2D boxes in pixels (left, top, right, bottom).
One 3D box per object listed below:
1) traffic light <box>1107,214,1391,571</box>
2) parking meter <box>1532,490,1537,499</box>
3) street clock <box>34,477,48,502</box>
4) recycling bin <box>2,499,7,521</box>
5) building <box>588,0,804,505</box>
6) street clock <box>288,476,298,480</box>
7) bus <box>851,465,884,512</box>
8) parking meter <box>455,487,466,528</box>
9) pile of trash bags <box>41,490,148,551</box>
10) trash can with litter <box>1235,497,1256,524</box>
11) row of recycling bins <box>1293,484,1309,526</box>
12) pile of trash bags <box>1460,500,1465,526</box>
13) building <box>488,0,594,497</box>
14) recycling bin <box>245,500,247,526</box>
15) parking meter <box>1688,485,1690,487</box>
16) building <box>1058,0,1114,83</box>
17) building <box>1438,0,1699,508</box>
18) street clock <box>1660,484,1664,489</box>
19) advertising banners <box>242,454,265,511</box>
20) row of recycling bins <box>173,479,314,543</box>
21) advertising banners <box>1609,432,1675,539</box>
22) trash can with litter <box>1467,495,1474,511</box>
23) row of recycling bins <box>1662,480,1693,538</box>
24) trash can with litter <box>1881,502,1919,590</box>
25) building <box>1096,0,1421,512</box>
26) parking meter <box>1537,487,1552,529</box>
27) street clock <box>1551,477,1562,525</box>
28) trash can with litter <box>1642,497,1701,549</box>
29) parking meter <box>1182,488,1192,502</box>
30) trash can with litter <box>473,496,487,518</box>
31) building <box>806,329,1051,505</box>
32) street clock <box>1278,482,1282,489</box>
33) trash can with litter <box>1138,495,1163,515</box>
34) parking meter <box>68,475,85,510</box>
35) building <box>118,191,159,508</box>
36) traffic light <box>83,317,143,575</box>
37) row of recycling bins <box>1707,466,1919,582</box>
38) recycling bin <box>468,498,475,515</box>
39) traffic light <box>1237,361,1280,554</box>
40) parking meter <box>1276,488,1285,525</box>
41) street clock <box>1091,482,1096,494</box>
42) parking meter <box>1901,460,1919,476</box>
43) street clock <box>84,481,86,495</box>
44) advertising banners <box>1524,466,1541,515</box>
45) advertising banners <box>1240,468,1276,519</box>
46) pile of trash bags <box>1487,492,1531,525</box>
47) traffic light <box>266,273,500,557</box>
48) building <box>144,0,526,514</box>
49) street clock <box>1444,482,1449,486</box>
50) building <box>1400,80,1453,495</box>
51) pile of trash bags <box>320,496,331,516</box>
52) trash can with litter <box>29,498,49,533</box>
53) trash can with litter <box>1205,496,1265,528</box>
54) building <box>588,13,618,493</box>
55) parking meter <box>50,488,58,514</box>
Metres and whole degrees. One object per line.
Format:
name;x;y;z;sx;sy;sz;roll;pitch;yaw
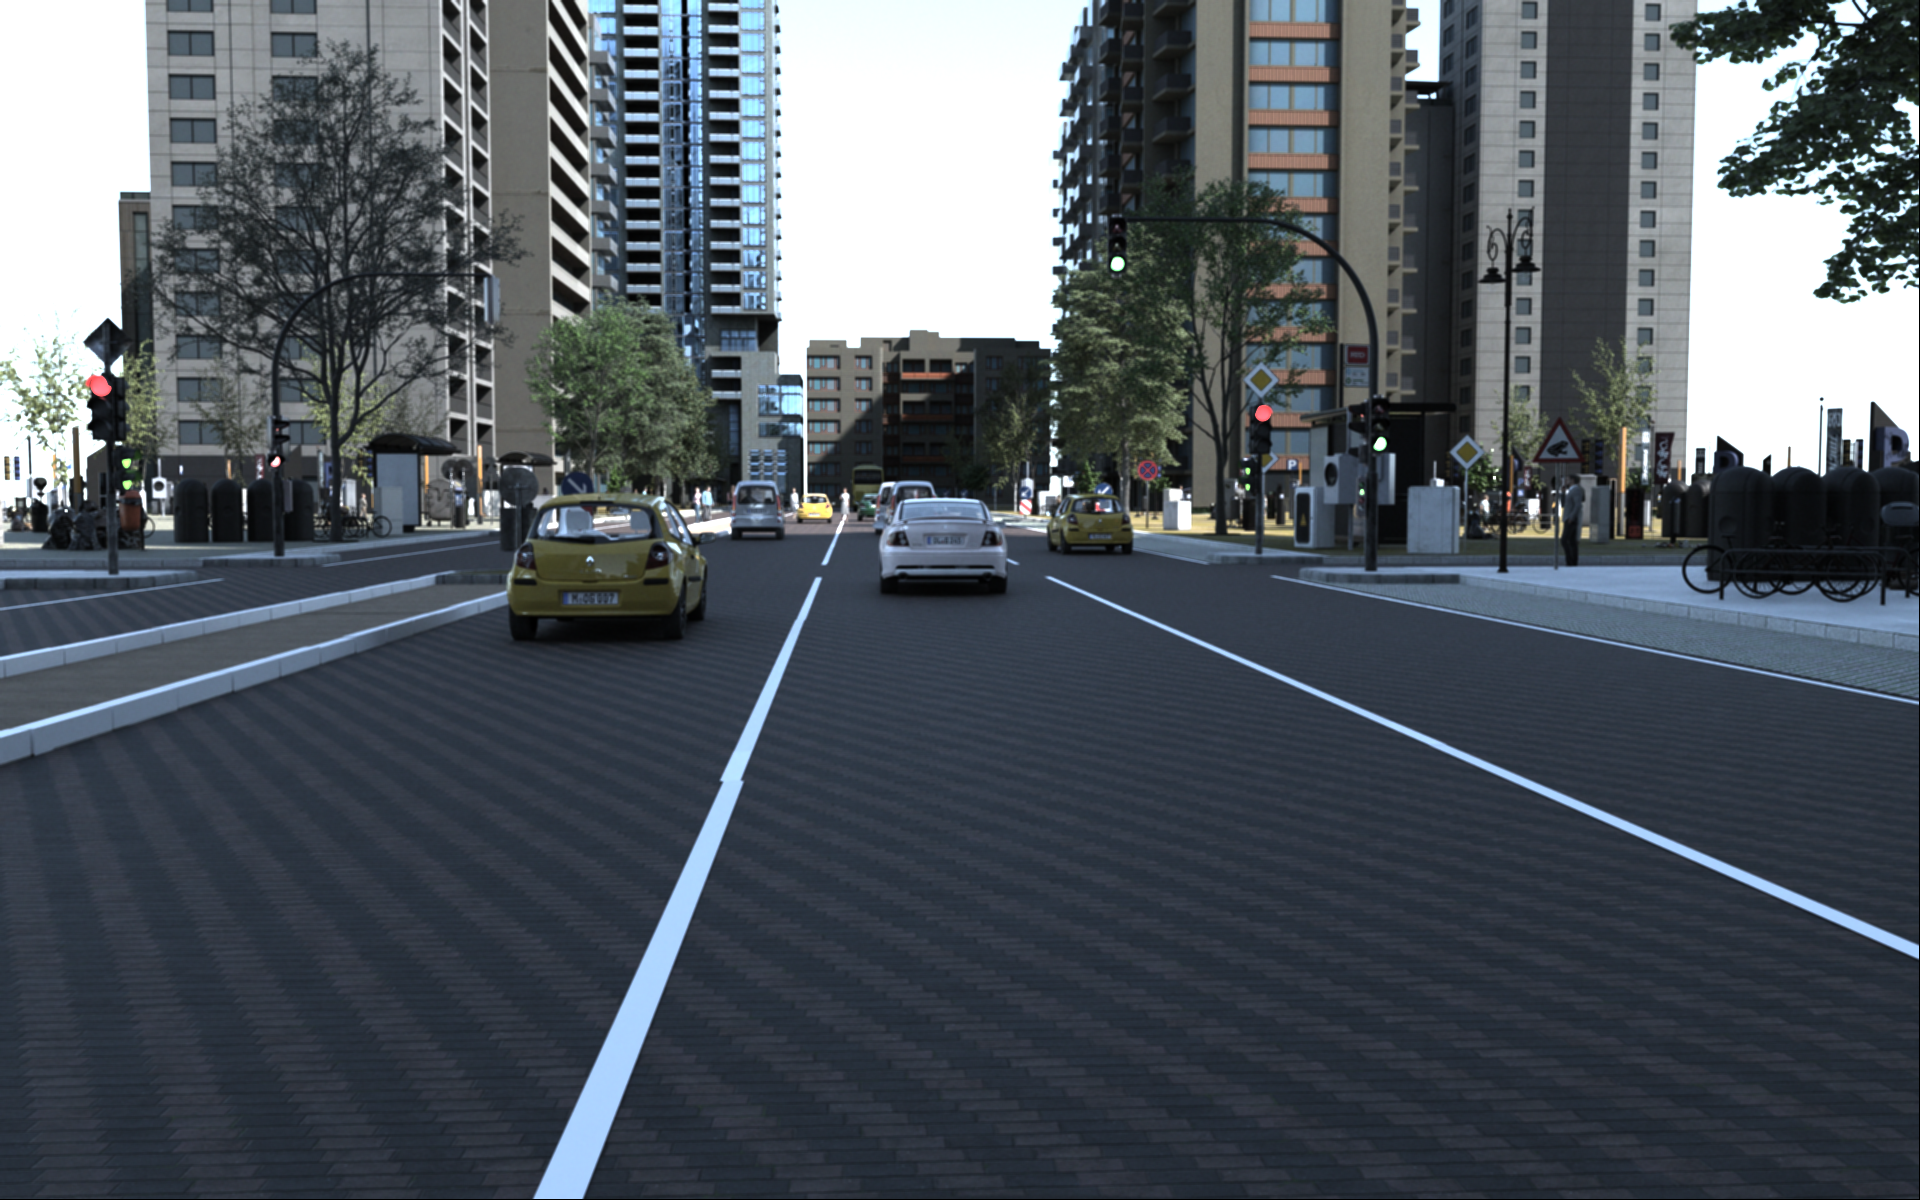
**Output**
traffic light;4.743;-3.294;28.517;4.771;5.953;1.251;0;4;-3
parking meter;34.175;-5.780;102.921;0.372;1.533;0.369;0;3;0
street clock;-38.630;-4.174;72.819;0.358;2.002;0.471;2;4;34
recycling bin;-45.199;-4.198;81.187;0.722;1.027;0.722;0;4;-1
building;-34.915;-54.983;211.637;31.000;86.520;22.319;0;4;-3
street clock;-27.402;-4.077;71.233;0.471;2.002;0.358;3;4;38
bus;-7.682;-9.334;144.160;2.896;3.916;12.252;0;4;-3
parking meter;-18.772;-3.463;65.035;0.372;1.533;0.369;0;3;0
pile of trash bags;-19.736;-1.851;40.022;3.447;1.369;1.912;3;5;42
trash can with litter;12.286;-3.820;73.840;1.055;1.170;0.624;-2;4;-35
row of recycling bins;13.969;-3.702;67.640;1.069;1.692;3.534;-1;4;-9
pile of trash bags;19.090;-3.606;68.708;1.912;1.369;3.447;1;4;12
building;-42.337;-31.624;140.746;21.300;48.544;21.600;0;4;-3
recycling bin;-28.895;-3.572;70.963;0.722;1.027;0.722;-1;4;-21
parking meter;47.077;-6.492;111.858;0.399;1.863;0.255;-3;4;-38
building;21.239;-33.308;164.186;23.786;49.044;30.456;0;4;-3
building;57.676;-44.800;170.732;20.611;71.187;20.563;0;4;-3
street clock;42.513;-6.125;104.712;0.358;2.002;0.471;3;4;38
advertising banners;-31.363;-4.885;76.056;2.074;3.025;0.090;1;4;17
row of recycling bins;-19.283;-2.424;46.743;3.534;1.692;1.069;-2;4;-35
advertising banners;19.181;-3.246;49.264;2.074;3.025;0.090;1;4;17
trash can with litter;28.653;-5.240;96.731;1.678;1.210;2.233;-2;4;-23
row of recycling bins;22.085;-2.650;50.434;1.069;1.692;3.534;-2;4;-35
trash can with litter;12.840;-0.739;23.471;0.624;1.170;1.055;1;4;22
building;22.434;-29.364;134.728;22.147;44.769;28.867;0;4;-3
parking meter;21.510;-3.373;63.559;0.372;1.533;0.369;0;3;0
street clock;24.799;-4.125;72.020;0.358;2.002;0.471;-1;4;-12
trash can with litter;17.372;-1.878;41.756;1.678;1.210;2.233;2;4;29
parking meter;9.006;-3.693;68.785;0.372;1.533;0.369;0;3;0
trash can with litter;-25.967;-5.047;93.904;0.624;1.170;1.055;-3;4;-38
building;-4.475;-22.809;217.960;28.899;21.520;27.650;0;4;-3
street clock;19.727;-6.260;106.916;0.358;2.002;0.471;0;4;6
trash can with litter;11.683;-5.793;105.772;2.233;1.210;1.678;-3;4;-38
parking meter;-27.674;-2.969;54.256;0.255;1.863;0.399;3;5;42
building;-71.281;-24.225;167.786;14.107;30.474;14.160;0;4;-3
traffic light;-13.497;-2.362;27.536;0.839;4.253;0.868;0;4;-3
row of recycling bins;12.836;-1.147;25.862;3.534;1.692;1.069;-1;4;-16
recycling bin;-30.086;-5.730;106.244;0.722;1.027;0.722;-1;4;-23
traffic light;6.340;-2.926;36.756;0.839;4.253;0.868;0;4;-3
parking meter;13.348;-3.894;72.074;0.372;1.533;0.369;0;3;0
street clock;7.438;-5.602;96.167;0.471;2.002;0.358;1;4;21
parking meter;16.402;-1.474;29.815;0.255;1.863;0.399;-1;4;-18
street clock;-46.092;-5.279;90.888;0.358;2.002;0.471;1;4;21
advertising banners;36.090;-6.824;107.753;2.074;3.025;0.090;2;4;23
advertising banners;15.137;-5.619;88.051;2.074;3.025;0.090;2;4;28
pile of trash bags;22.943;-3.853;72.741;1.912;1.369;3.447;1;4;16
traffic light;-11.900;-3.731;35.668;4.771;5.953;1.251;0;4;-3
building;-41.499;-41.636;119.001;20.563;71.187;20.611;0;4;-3
street clock;28.146;-5.857;100.327;0.358;2.002;0.471;1;4;9
building;40.152;-29.994;174.002;14.086;41.232;14.154;0;4;-3
pile of trash bags;-35.138;-5.391;97.889;1.912;1.369;3.447;-1;4;-21
trash can with litter;-30.479;-2.841;57.843;1.055;1.170;0.624;-2;4;-34
trash can with litter;10.532;-3.307;65.135;1.678;1.210;2.233;-2;4;-31
building;-48.366;-33.270;163.574;30.456;49.044;23.786;0;4;-3
parking meter;-36.265;-3.736;69.487;0.372;1.533;0.369;0;3;0
